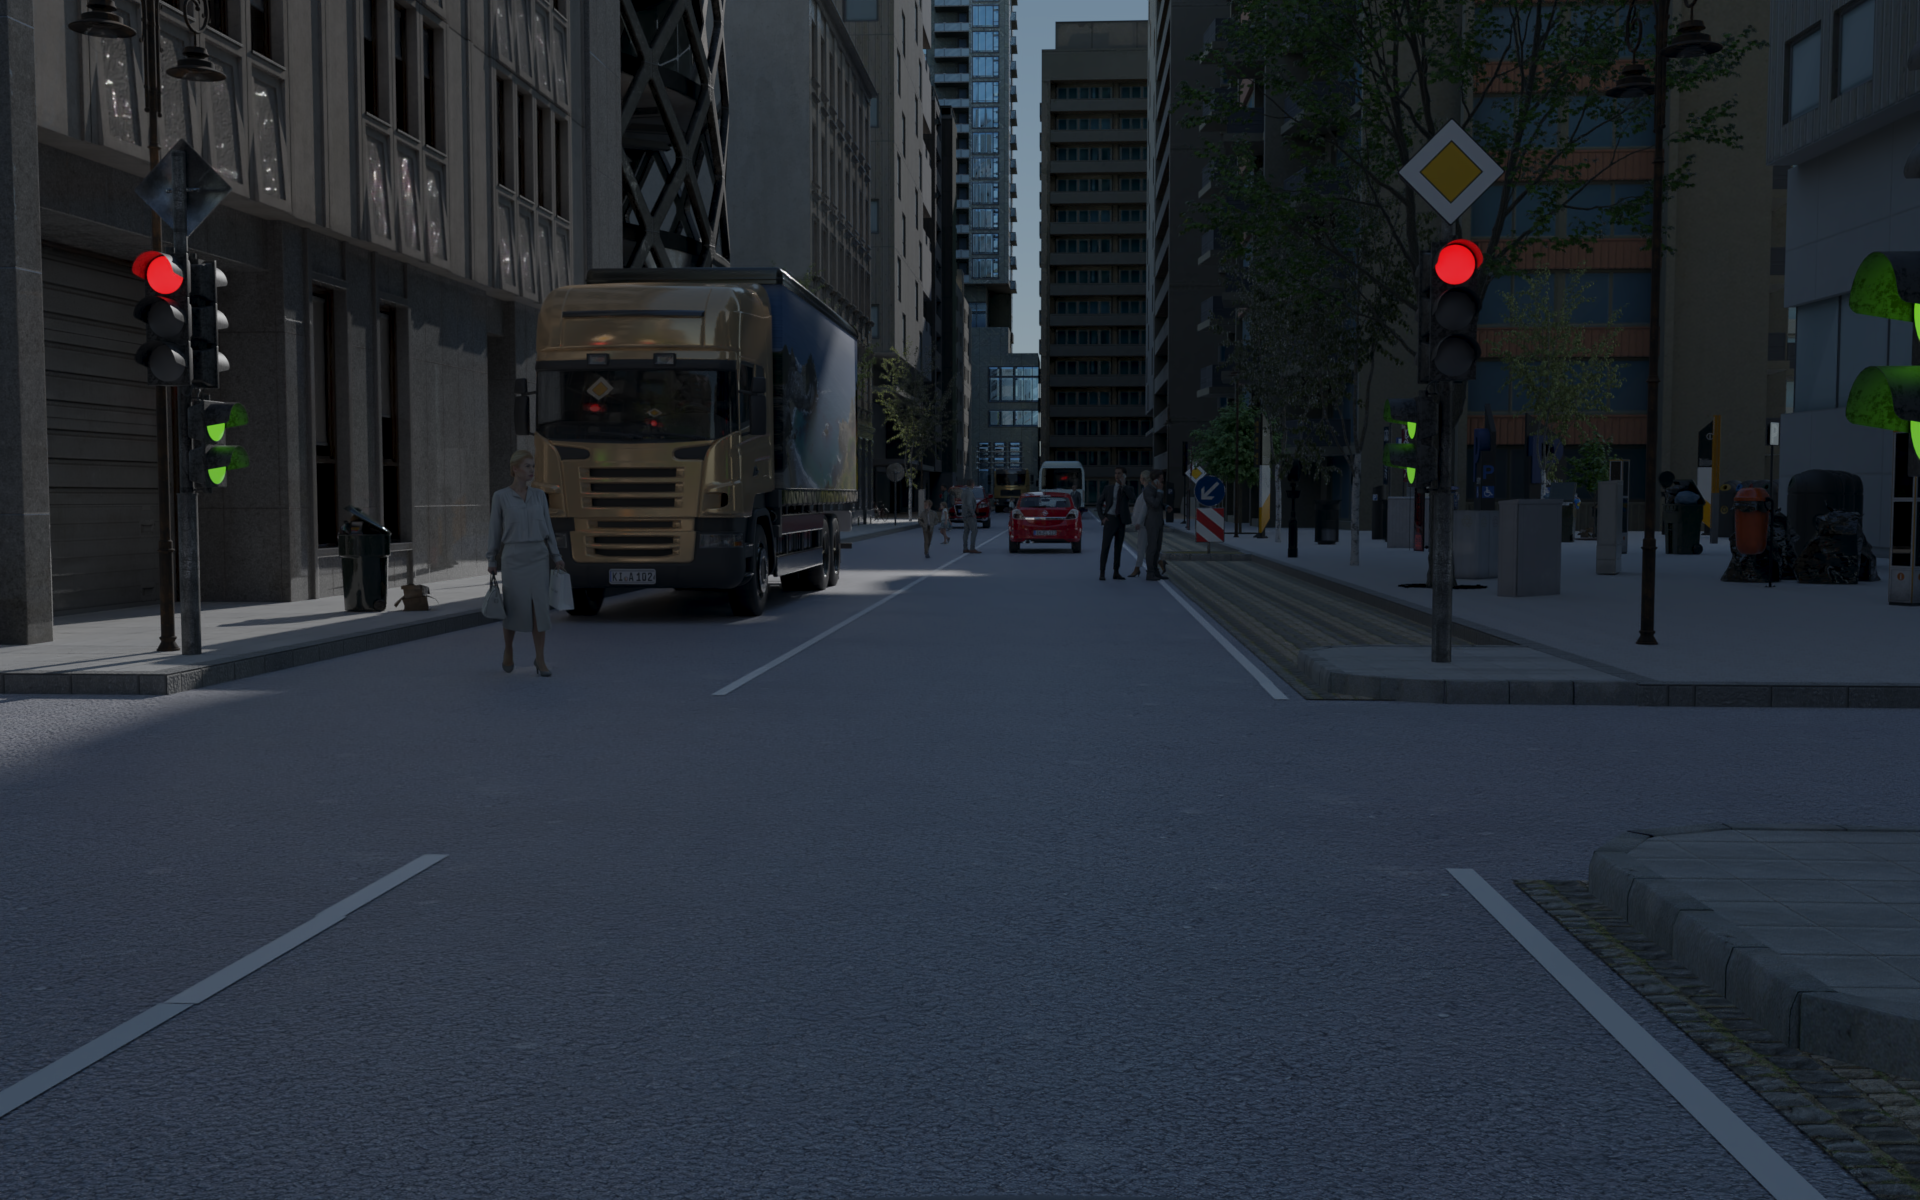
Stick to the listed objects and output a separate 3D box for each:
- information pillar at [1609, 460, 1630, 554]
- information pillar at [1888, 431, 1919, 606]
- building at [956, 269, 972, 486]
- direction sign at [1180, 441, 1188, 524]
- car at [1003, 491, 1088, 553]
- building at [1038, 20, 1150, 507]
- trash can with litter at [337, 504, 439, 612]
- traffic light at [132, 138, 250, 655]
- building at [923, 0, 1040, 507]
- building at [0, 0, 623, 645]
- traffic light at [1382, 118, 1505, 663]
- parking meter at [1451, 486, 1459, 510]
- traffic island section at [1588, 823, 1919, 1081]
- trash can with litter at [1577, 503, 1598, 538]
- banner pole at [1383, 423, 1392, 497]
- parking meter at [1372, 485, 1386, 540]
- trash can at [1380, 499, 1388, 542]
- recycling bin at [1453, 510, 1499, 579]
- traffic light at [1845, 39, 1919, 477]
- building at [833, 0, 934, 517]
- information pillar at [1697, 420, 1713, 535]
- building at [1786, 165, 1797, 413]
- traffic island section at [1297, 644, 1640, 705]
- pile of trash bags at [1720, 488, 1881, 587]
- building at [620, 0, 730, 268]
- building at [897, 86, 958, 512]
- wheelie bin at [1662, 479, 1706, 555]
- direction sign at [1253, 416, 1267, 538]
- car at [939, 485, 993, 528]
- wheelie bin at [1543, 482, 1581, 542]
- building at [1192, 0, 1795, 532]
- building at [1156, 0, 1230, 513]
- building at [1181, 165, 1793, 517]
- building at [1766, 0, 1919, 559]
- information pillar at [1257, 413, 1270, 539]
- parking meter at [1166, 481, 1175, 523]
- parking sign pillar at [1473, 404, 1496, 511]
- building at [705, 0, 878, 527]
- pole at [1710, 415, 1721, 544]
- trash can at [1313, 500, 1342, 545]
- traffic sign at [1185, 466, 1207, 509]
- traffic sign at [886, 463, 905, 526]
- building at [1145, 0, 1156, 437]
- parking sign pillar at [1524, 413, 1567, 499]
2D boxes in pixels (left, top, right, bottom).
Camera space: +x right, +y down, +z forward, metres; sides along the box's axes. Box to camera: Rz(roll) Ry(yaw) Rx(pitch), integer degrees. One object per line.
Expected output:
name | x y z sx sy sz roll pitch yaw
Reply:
information pillar | 14.112 -1.995 37.115 0.304 2.012 0.304 -3 5 -40
information pillar | 10.917 -0.941 19.882 0.304 2.012 0.304 -2 4 -26
building | -14.162 -18.721 151.120 28.899 21.520 27.650 0 4 4
direction sign | 9.682 -5.052 74.600 0.379 3.537 0.876 1 4 20
car | 2.151 -2.110 43.535 2.155 1.783 4.494 0 4 3
building | 19.186 -34.131 181.739 21.600 48.544 21.300 0 4 4
trash can with litter | -6.301 -0.470 19.079 1.055 1.170 0.624 -1 4 -18
traffic light | -6.131 -1.518 13.737 0.839 4.253 0.868 0 4 4
building | -6.999 -53.245 183.223 31.000 86.520 22.319 0 4 4
building | -13.275 -12.612 24.232 12.078 24.808 19.932 0 4 4
traffic light | 3.662 -1.481 13.129 0.839 4.253 0.868 0 4 4
parking meter | 15.516 -2.822 54.547 0.372 1.533 0.369 0 3 0
traffic island section | 3.191 1.040 5.271 2.009 0.180 2.903 0 4 4
trash can with litter | 18.585 -2.406 50.720 0.624 1.170 1.055 -2 4 -34
banner pole | 13.892 -4.053 56.279 0.401 3.779 0.863 0 4 -6
parking meter | 11.800 -2.470 48.800 0.372 1.533 0.369 0 3 0
trash can | 11.972 -2.208 47.752 0.748 1.137 0.748 0 3 0
recycling bin | 7.746 -0.850 26.457 0.722 1.027 0.722 3 5 44
traffic light | 3.152 -0.993 5.160 0.839 4.253 0.868 0 4 4
building | -15.926 -31.401 102.643 28.713 52.752 27.495 0 4 4
information pillar | 23.164 -3.817 53.768 0.504 3.616 0.183 1 4 10
building | 75.125 -34.248 179.559 30.456 49.044 23.786 0 4 4
traffic island section | 3.701 0.553 13.240 2.009 0.180 2.903 0 4 4
pile of trash bags | 11.957 -0.935 25.037 1.912 1.369 3.447 3 5 43
building | -14.507 -10.750 43.210 16.820 18.784 16.811 0 4 4
building | -7.673 -21.523 123.601 14.160 30.474 14.107 0 4 4
wheelie bin | 15.380 -1.769 36.828 0.693 1.594 0.980 -1 4 -13
direction sign | 8.827 -3.606 50.963 0.379 3.537 0.876 -1 4 -12
car | 0.284 -3.988 73.871 2.281 1.827 5.304 0 4 2
wheelie bin | 16.061 -2.342 46.202 0.980 1.594 0.693 2 4 29
building | 21.553 -25.532 72.068 22.147 44.769 28.867 0 4 4
building | 25.089 -30.564 123.418 21.300 48.544 21.600 0 4 4
building | 29.556 -24.969 100.129 32.217 40.220 23.993 0 4 4
building | 30.156 -26.570 23.666 27.495 52.752 28.713 0 4 4
information pillar | 8.809 -3.591 50.072 0.183 3.616 0.504 3 5 39
parking meter | 9.491 -4.430 78.148 0.399 1.863 0.255 0 4 4
parking sign pillar | 15.464 -3.825 51.013 1.447 3.967 1.447 1 4 8
building | -8.998 -13.307 66.718 9.793 20.994 18.267 0 4 4
pole | 19.531 -3.115 44.774 0.158 3.312 0.155 0 3 0
trash can | 9.328 -1.980 44.030 0.748 1.137 0.748 0 3 0
traffic sign | 8.571 -3.778 62.963 0.795 2.450 0.064 1 4 10
traffic sign | -2.630 -4.300 70.417 0.768 2.556 0.104 0 4 4
building | 29.930 -34.146 147.532 28.713 52.752 27.495 0 4 4
parking sign pillar | 19.442 -4.224 57.534 1.447 3.967 1.447 0 4 -8
